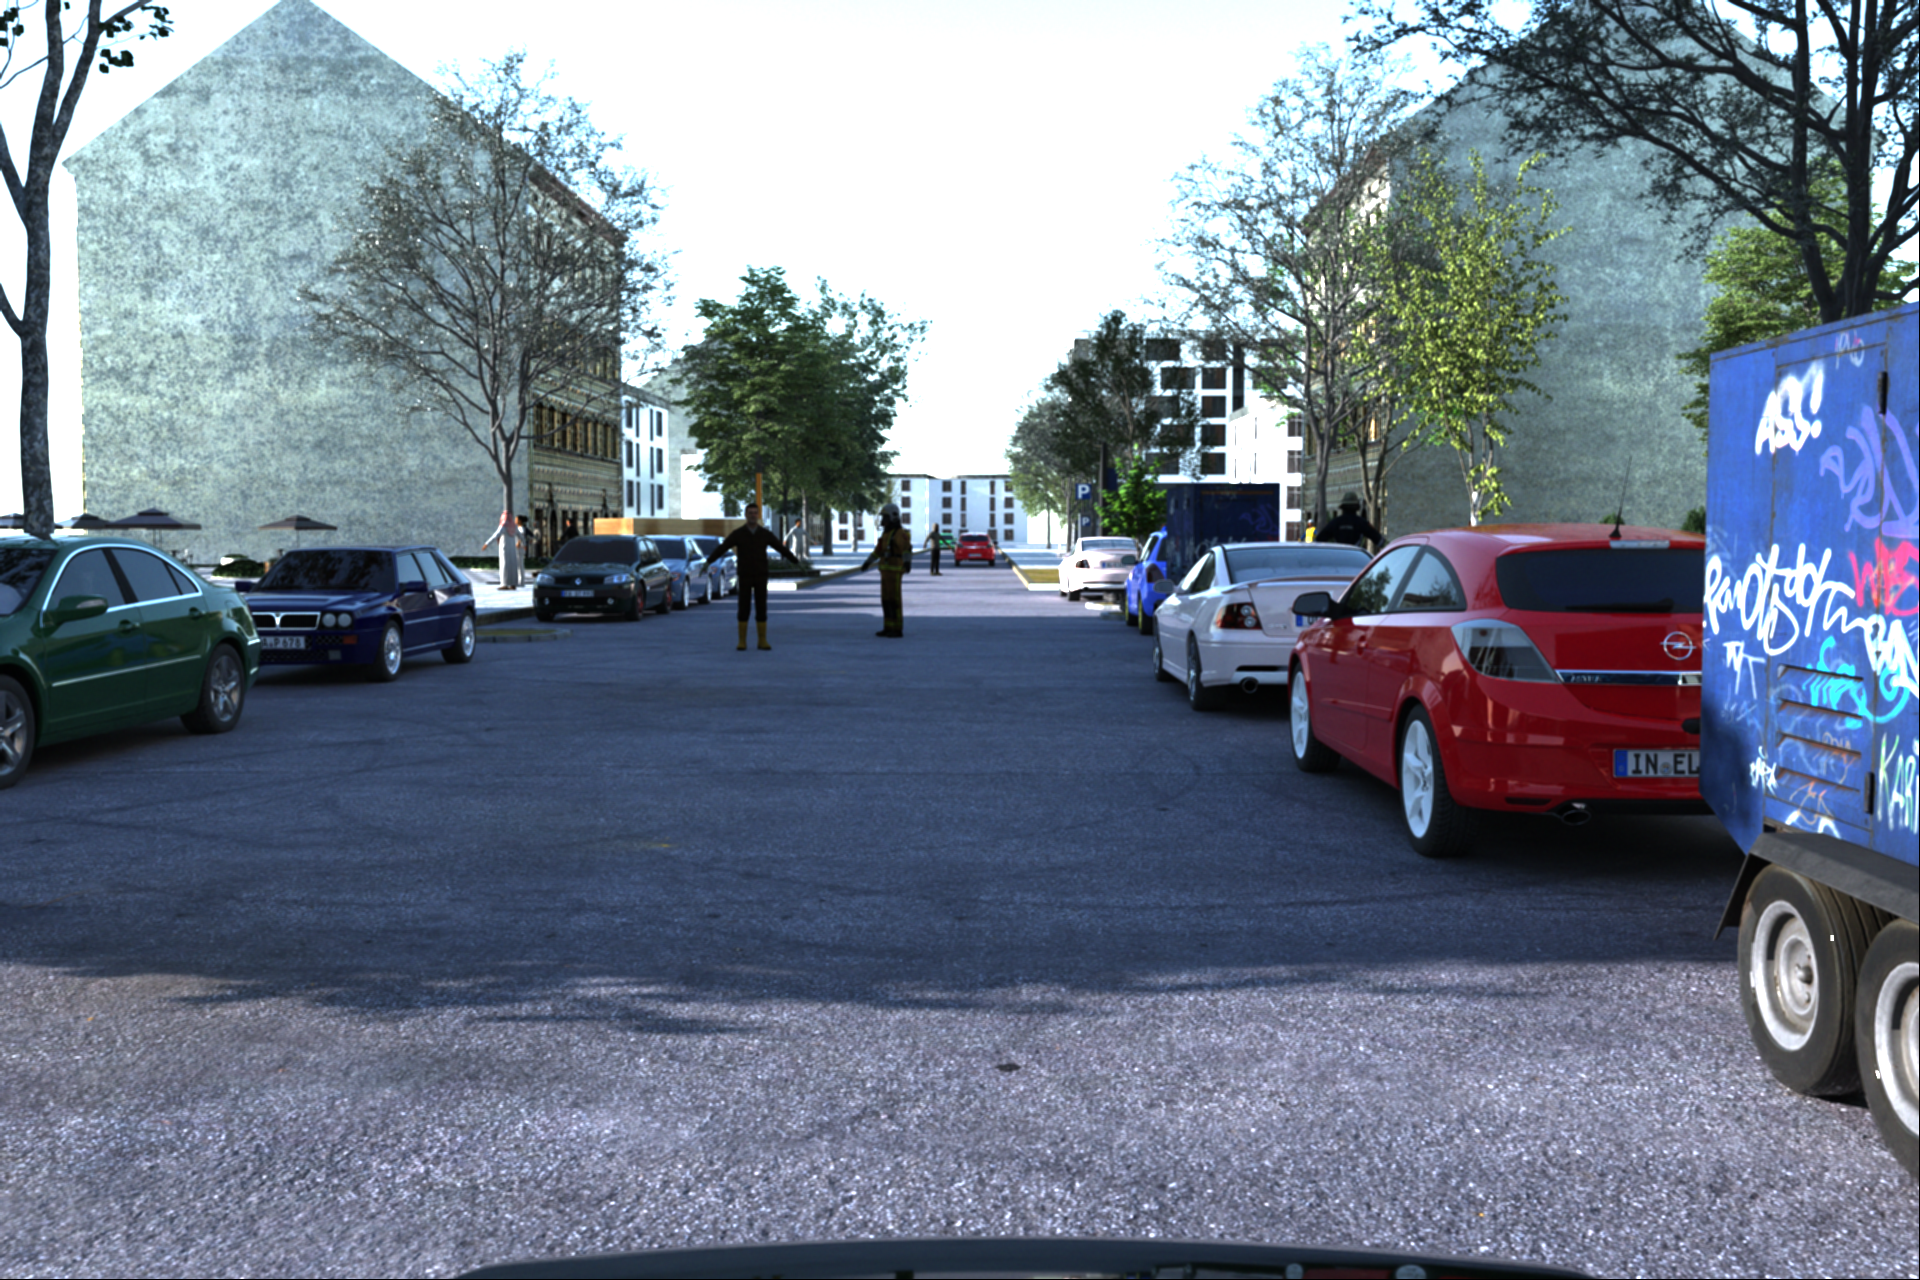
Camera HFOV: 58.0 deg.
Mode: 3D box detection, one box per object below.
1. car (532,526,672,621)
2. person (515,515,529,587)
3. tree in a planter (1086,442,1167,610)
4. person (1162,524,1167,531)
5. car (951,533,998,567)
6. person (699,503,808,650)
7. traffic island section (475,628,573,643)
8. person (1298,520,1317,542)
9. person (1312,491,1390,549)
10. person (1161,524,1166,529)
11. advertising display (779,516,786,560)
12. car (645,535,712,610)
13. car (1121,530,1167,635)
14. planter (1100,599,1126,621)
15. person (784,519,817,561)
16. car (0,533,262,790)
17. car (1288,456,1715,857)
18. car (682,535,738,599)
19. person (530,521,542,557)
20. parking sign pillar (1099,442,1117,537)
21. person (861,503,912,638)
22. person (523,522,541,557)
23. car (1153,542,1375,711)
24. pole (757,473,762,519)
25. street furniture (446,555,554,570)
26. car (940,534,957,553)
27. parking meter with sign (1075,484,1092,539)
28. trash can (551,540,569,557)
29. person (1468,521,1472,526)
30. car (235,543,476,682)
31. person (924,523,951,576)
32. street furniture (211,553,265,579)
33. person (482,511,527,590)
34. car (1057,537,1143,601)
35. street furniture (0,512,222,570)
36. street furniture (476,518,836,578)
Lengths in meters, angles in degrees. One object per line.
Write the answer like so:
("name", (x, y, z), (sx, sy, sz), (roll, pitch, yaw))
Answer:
("car", (-6.087, -1.220, 29.738), (2.009, 1.686, 4.222), (0, 4, 1))
("person", (-10.700, -2.142, 41.785), (0.721, 1.739, 1.217), (-1, 4, -20))
("tree in a planter", (3.466, -2.224, 33.577), (1.991, 3.239, 1.994), (0, 4, 0))
("person", (5.241, -2.246, 42.705), (0.704, 1.831, 1.345), (3, 4, 37))
("car", (0.652, -4.212, 77.902), (2.155, 1.783, 4.494), (0, 4, 0))
("person", (-2.564, -0.786, 21.441), (1.346, 1.812, 0.704), (-1, 4, -15))
("traffic island section", (-6.437, -0.059, 23.838), (1.991, 0.108, 1.994), (0, 4, 2))
("person", (13.280, -3.649, 65.629), (0.705, 1.833, 1.349), (-2, 4, -26))
("person", (5.199, -1.052, 23.064), (1.351, 1.845, 0.704), (2, 4, 31))
("person", (8.585, -4.108, 73.022), (0.705, 1.847, 1.347), (1, 4, 22))
("advertising display", (-6.309, -3.457, 61.732), (0.123, 1.923, 0.974), (0, 4, 1))
("car", (-6.000, -1.357, 34.183), (2.014, 1.417, 4.499), (0, 4, 1))
("car", (3.407, -0.997, 25.897), (1.945, 1.707, 3.694), (0, 4, 1))
("planter", (3.391, -0.505, 29.396), (1.991, 0.319, 1.994), (0, 4, 2))
("person", (-5.505, -3.247, 59.270), (1.347, 1.806, 0.705), (-3, 5, -40))
("car", (-6.225, 0.039, 11.157), (2.131, 1.459, 4.920), (0, 4, 1))
("car", (2.926, -0.008, 9.167), (2.155, 1.783, 4.494), (0, 4, 0))
("car", (-6.069, -1.681, 39.487), (2.014, 1.417, 4.499), (0, 4, 0))
("person", (-17.183, -3.925, 70.299), (0.705, 1.813, 1.348), (-2, 4, -28))
("parking sign pillar", (4.370, -3.848, 51.385), (1.447, 3.967, 1.447), (0, 4, 1))
("person", (-0.976, -0.970, 24.092), (0.705, 1.858, 1.354), (-2, 4, -30))
("person", (-17.247, -3.836, 68.502), (1.354, 1.856, 0.705), (0, 4, 6))
("car", (2.814, -0.186, 15.403), (2.083, 1.381, 4.827), (0, 4, 1))
("pole", (-6.721, -3.928, 58.068), (0.158, 3.312, 0.155), (0, 3, 0))
("street furniture", (-15.996, -2.912, 63.235), (10.072, 0.657, 5.734), (0, 4, -7))
("car", (-1.185, -7.680, 134.363), (1.959, 1.807, 4.718), (0, 4, 1))
("parking meter with sign", (4.246, -3.843, 59.101), (0.543, 3.016, 1.738), (0, 4, 1))
("trash can", (-9.007, -1.720, 39.767), (0.748, 1.137, 0.748), (0, 3, 0))
("person", (19.644, -3.694, 66.669), (1.348, 1.796, 0.705), (-2, 4, -33))
("car", (-6.334, -0.331, 17.986), (1.945, 1.354, 3.894), (0, 4, 1))
("person", (-0.830, -3.145, 60.011), (0.705, 1.813, 1.348), (3, 5, 43))
("street furniture", (-20.030, -2.312, 53.432), (5.734, 0.657, 10.072), (-2, 4, -25))
("person", (-10.393, -2.055, 39.740), (0.704, 1.811, 1.347), (2, 4, 30))
("car", (3.215, -1.591, 38.377), (2.083, 1.381, 4.827), (0, 4, 0))
("street furniture", (-33.059, -3.019, 54.398), (14.083, 1.986, 27.439), (0, 4, 4))
("street furniture", (-7.502, -2.719, 51.306), (9.812, 1.723, 11.010), (3, 5, 43))
